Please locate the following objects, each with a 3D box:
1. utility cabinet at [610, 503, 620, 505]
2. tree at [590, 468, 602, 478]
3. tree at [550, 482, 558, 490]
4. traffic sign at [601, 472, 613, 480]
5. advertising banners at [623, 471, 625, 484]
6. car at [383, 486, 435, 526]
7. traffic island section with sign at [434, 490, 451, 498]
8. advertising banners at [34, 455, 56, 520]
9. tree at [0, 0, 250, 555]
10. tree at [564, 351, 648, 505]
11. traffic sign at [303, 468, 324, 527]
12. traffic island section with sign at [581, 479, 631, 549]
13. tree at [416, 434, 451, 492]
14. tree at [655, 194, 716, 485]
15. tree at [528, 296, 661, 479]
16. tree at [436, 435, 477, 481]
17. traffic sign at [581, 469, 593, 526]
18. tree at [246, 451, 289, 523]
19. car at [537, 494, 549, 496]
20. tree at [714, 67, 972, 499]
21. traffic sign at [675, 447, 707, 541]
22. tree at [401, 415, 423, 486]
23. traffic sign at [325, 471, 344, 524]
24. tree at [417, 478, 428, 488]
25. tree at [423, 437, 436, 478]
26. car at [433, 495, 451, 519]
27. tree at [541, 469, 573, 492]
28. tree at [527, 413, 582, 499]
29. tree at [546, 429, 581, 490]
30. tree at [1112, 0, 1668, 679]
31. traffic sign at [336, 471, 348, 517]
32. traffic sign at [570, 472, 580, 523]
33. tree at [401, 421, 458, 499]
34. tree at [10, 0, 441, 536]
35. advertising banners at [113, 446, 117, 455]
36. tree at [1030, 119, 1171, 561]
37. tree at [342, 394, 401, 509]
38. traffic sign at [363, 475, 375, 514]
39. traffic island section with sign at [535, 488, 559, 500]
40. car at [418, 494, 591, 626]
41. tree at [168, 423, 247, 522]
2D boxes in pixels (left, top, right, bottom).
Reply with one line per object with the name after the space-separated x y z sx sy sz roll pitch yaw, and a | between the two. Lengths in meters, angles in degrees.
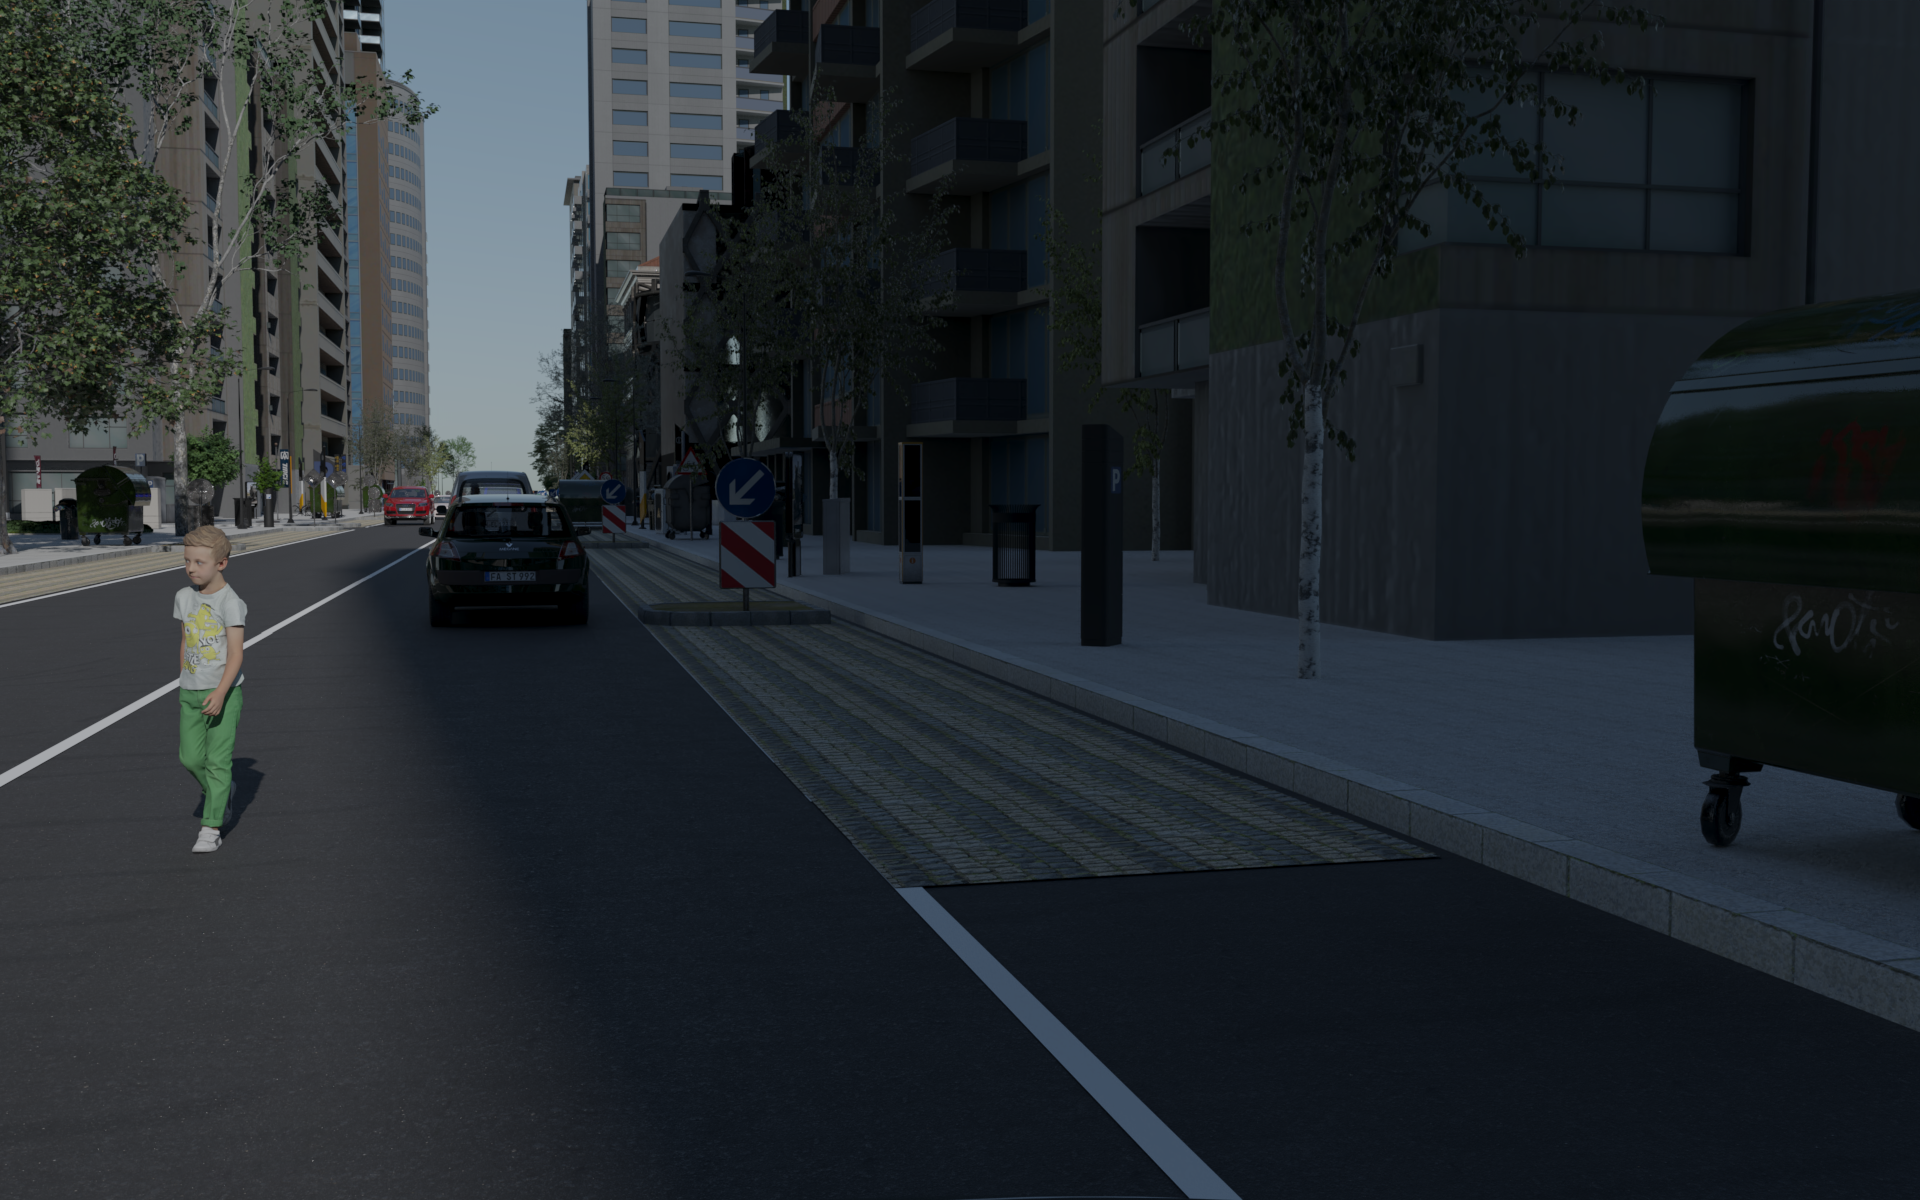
-19.241 -5.142 95.237 1.020 1.237 0.306 -3 4 -36 | utility cabinet
-27.314 -8.251 129.511 1.663 3.219 1.824 0 3 0 | tree
-56.438 -15.087 241.272 1.663 3.219 1.824 0 3 0 | tree
-20.027 -5.990 98.040 0.768 2.556 0.104 0 4 -7 | traffic sign
-25.336 -8.163 129.657 0.090 3.025 2.074 0 4 3 | advertising banners
-25.638 -4.406 80.703 2.281 1.827 5.304 -1 4 -14 | car
-51.762 -9.978 171.774 1.989 1.847 2.006 -1 4 -14 | traffic island section with sign
-41.556 -5.060 78.918 0.090 3.025 2.074 0 4 3 | advertising banners
-20.638 -7.323 36.732 9.611 12.733 9.660 0 3 0 | tree
-17.738 -8.426 88.129 4.737 8.622 4.395 0 3 0 | tree
-25.203 -3.910 67.578 0.795 2.450 0.064 -1 4 -14 | traffic sign
-9.378 -2.296 46.160 1.989 1.847 2.006 -1 4 -14 | traffic island section with sign
-64.437 -15.983 211.685 4.737 8.622 4.395 0 3 0 | tree
-5.230 -5.582 41.620 4.360 8.622 3.978 0 3 0 | tree
-21.693 -12.068 107.674 12.009 13.543 11.850 0 3 0 | tree
-88.087 -23.046 302.561 9.928 11.665 9.643 0 3 0 | tree
-15.173 -4.065 70.102 0.795 2.450 0.064 -1 4 -14 | traffic sign
-31.169 -5.097 77.945 1.663 3.219 1.824 0 3 0 | tree
-47.132 -11.416 195.452 1.959 1.807 4.718 -1 4 -14 | car
-2.040 -4.932 30.997 4.360 8.622 3.978 0 3 0 | tree
-7.375 -2.907 47.531 0.884 2.594 0.081 0 4 -6 | traffic sign
-45.986 -11.443 137.461 4.360 8.622 3.978 0 3 0 | tree
-27.174 -4.384 75.317 0.795 2.450 0.064 -1 4 -14 | traffic sign
-58.035 -11.786 187.309 1.663 3.219 1.824 0 3 0 | tree
-50.115 -12.680 157.675 4.360 8.622 3.978 0 3 0 | tree
-29.301 -5.291 98.865 2.083 1.381 4.827 -1 4 -15 | car
-46.069 -13.490 204.271 4.285 4.588 4.351 0 3 0 | tree
-54.049 -19.170 231.547 7.486 12.596 7.792 0 3 0 | tree
-42.710 -14.439 186.440 4.360 8.622 3.978 0 3 0 | tree
2.669 -3.761 11.859 4.360 8.622 3.978 0 3 0 | tree
-34.071 -5.825 95.352 0.768 2.556 0.104 -1 4 -12 | traffic sign
-17.143 -4.538 77.841 0.795 2.450 0.064 -1 4 -14 | traffic sign
-67.903 -17.598 222.142 7.601 10.594 8.767 2 4 27 | tree
-22.527 -11.960 51.435 12.611 20.169 13.585 0 3 0 | tree
-30.630 -4.054 62.471 0.090 3.025 2.074 -1 4 -13 | advertising banners
3.516 -5.052 32.961 4.737 8.622 4.395 0 3 0 | tree
-44.903 -11.099 131.827 4.360 8.622 3.978 0 3 0 | tree
-38.657 -6.926 113.351 0.768 2.556 0.104 -1 4 -12 | traffic sign
-29.750 -7.189 126.162 1.989 1.847 2.006 -1 4 -14 | traffic island section with sign
-5.311 -0.643 20.298 2.009 1.686 4.222 -1 4 -15 | car
-35.065 -5.935 80.750 4.285 4.588 4.351 0 3 0 | tree
